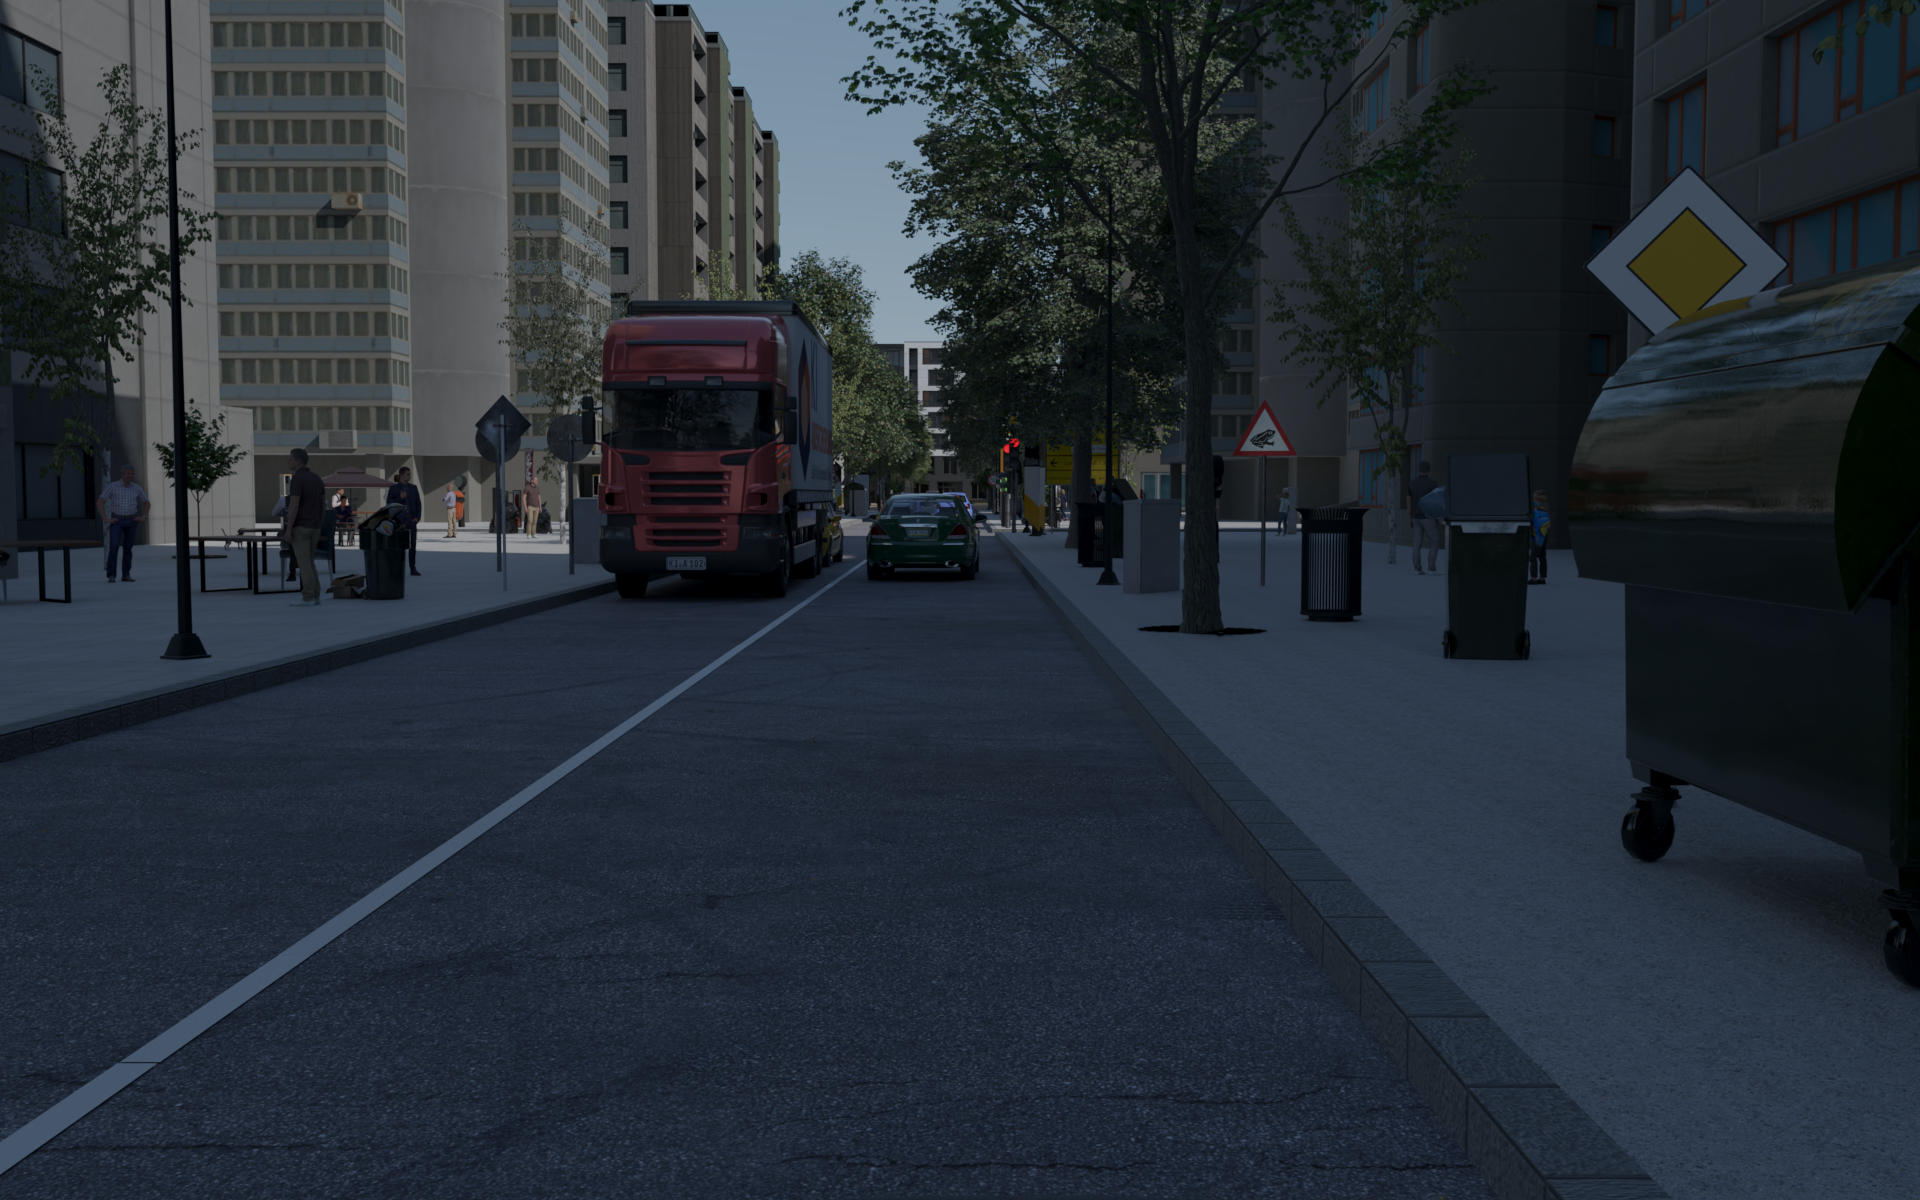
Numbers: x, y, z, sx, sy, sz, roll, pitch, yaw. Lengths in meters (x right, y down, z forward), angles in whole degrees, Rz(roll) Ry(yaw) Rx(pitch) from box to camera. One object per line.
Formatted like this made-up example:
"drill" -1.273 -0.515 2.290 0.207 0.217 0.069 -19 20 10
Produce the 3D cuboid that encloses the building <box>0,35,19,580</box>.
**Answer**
"building" -21.315 -20.465 18.199 14.154 41.232 14.086 0 3 0

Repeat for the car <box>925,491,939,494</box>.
"car" -3.157 -11.571 197.858 2.281 1.827 5.304 0 4 -1

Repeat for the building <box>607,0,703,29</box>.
"building" -21.524 -20.283 103.333 14.160 30.474 14.107 0 3 0

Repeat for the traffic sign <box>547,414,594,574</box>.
"traffic sign" -6.202 -1.681 27.598 0.768 2.556 0.104 0 4 2

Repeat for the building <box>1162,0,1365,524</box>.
"building" 22.990 -24.173 87.108 23.993 40.220 32.217 0 3 0

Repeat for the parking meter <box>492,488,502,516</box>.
"parking meter" -17.912 -3.587 67.064 0.372 1.533 0.369 0 3 0

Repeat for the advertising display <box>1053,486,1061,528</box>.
"advertising display" 3.651 -3.672 65.255 0.123 1.923 0.974 1 4 15

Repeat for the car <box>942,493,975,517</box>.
"car" -0.290 -4.280 79.568 1.945 1.707 3.694 0 4 0

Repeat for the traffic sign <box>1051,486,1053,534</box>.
"traffic sign" 2.971 -3.416 55.862 0.884 2.594 0.081 0 4 7

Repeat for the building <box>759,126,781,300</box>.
"building" -21.359 -22.023 131.775 14.160 30.474 14.107 0 3 0

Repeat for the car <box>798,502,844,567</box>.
"car" -3.357 -1.528 35.201 2.015 1.641 3.980 0 4 1

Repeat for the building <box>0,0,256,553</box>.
"building" -30.750 -36.676 37.901 20.611 71.187 20.563 0 3 0

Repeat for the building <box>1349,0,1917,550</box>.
"building" 24.773 -11.545 33.808 27.650 21.520 28.899 0 3 0

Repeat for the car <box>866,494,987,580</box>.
"car" -0.597 -1.135 30.362 2.131 1.459 4.920 0 4 2

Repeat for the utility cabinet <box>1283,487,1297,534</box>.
"utility cabinet" 10.543 -2.858 55.412 0.318 1.500 1.173 0 4 3

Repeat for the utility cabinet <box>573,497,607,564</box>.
"utility cabinet" -6.626 -1.262 31.804 1.020 1.237 0.306 1 4 19

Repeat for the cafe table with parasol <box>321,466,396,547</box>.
"cafe table with parasol" -14.969 -2.306 42.565 2.610 1.966 2.610 2 4 29

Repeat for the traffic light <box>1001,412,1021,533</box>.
"traffic light" 1.759 -4.166 57.039 0.839 4.253 0.868 0 3 0

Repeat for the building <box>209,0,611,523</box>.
"building" -30.503 -23.985 84.034 32.217 40.220 23.993 0 3 0

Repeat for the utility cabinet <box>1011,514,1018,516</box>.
"utility cabinet" 3.081 -5.639 100.883 1.173 1.500 0.318 0 4 -8

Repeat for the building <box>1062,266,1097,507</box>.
"building" 24.602 -19.272 159.067 27.936 21.610 32.646 0 3 0

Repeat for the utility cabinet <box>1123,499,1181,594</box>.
"utility cabinet" 2.511 -0.705 22.689 0.306 1.237 1.020 3 4 37

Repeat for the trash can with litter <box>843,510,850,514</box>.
"trash can with litter" -7.428 -6.323 114.441 1.678 1.210 2.233 -1 4 -23

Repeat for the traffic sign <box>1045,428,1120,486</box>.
"traffic sign" 3.708 -3.586 52.511 2.265 3.308 0.079 0 4 8

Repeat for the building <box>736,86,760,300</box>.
"building" -21.727 -21.145 117.414 14.160 30.474 14.107 0 3 0

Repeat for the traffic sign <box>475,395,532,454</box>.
"traffic sign" -6.071 -1.424 23.011 0.795 2.593 0.064 1 4 9

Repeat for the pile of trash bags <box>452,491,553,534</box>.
"pile of trash bags" -15.048 -2.866 56.612 3.447 1.369 1.912 0 4 -8

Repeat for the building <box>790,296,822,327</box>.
"building" -22.321 -18.459 168.262 16.747 18.905 31.486 0 3 0

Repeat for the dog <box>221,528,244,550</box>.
"dog" -16.687 -1.405 39.800 0.406 0.507 0.540 0 4 -8

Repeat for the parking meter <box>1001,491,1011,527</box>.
"parking meter" 1.790 -3.613 67.486 0.372 1.533 0.369 0 3 0

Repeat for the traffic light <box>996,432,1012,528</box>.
"traffic light" 1.771 -4.655 65.024 0.839 4.253 0.868 0 3 0

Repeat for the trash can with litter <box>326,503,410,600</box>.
"trash can with litter" -7.249 -0.595 21.117 1.055 1.170 0.624 1 4 16

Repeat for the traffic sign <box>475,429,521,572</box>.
"traffic sign" -7.619 -1.741 28.569 0.768 2.556 0.104 0 4 4

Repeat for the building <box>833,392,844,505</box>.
"building" -29.767 -20.423 200.369 31.486 18.905 16.747 0 3 0

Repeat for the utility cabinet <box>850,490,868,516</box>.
"utility cabinet" -5.837 -5.576 99.851 1.173 1.500 0.318 3 5 40

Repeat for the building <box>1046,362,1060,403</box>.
"building" 22.447 -22.853 240.098 31.486 18.905 16.747 0 3 0

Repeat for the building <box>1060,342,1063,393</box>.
"building" 24.820 -21.296 192.168 27.936 21.610 32.646 0 3 0

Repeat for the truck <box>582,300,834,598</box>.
"truck" -3.596 -2.353 27.386 2.839 4.237 11.283 0 4 0

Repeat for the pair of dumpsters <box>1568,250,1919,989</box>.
"pair of dumpsters" 2.939 -0.091 3.982 1.574 2.255 4.437 0 3 0

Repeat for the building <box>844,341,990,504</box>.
"building" -9.610 -24.575 245.767 32.646 21.610 27.936 0 3 0

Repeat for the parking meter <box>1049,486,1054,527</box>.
"parking meter" 3.628 -3.760 67.182 0.255 1.863 0.399 2 4 31

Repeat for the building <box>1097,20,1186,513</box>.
"building" 21.684 -30.836 127.868 21.300 48.544 21.600 0 3 0

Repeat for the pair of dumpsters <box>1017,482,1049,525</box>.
"pair of dumpsters" 3.261 -4.278 72.441 1.574 2.255 4.437 0 3 0
